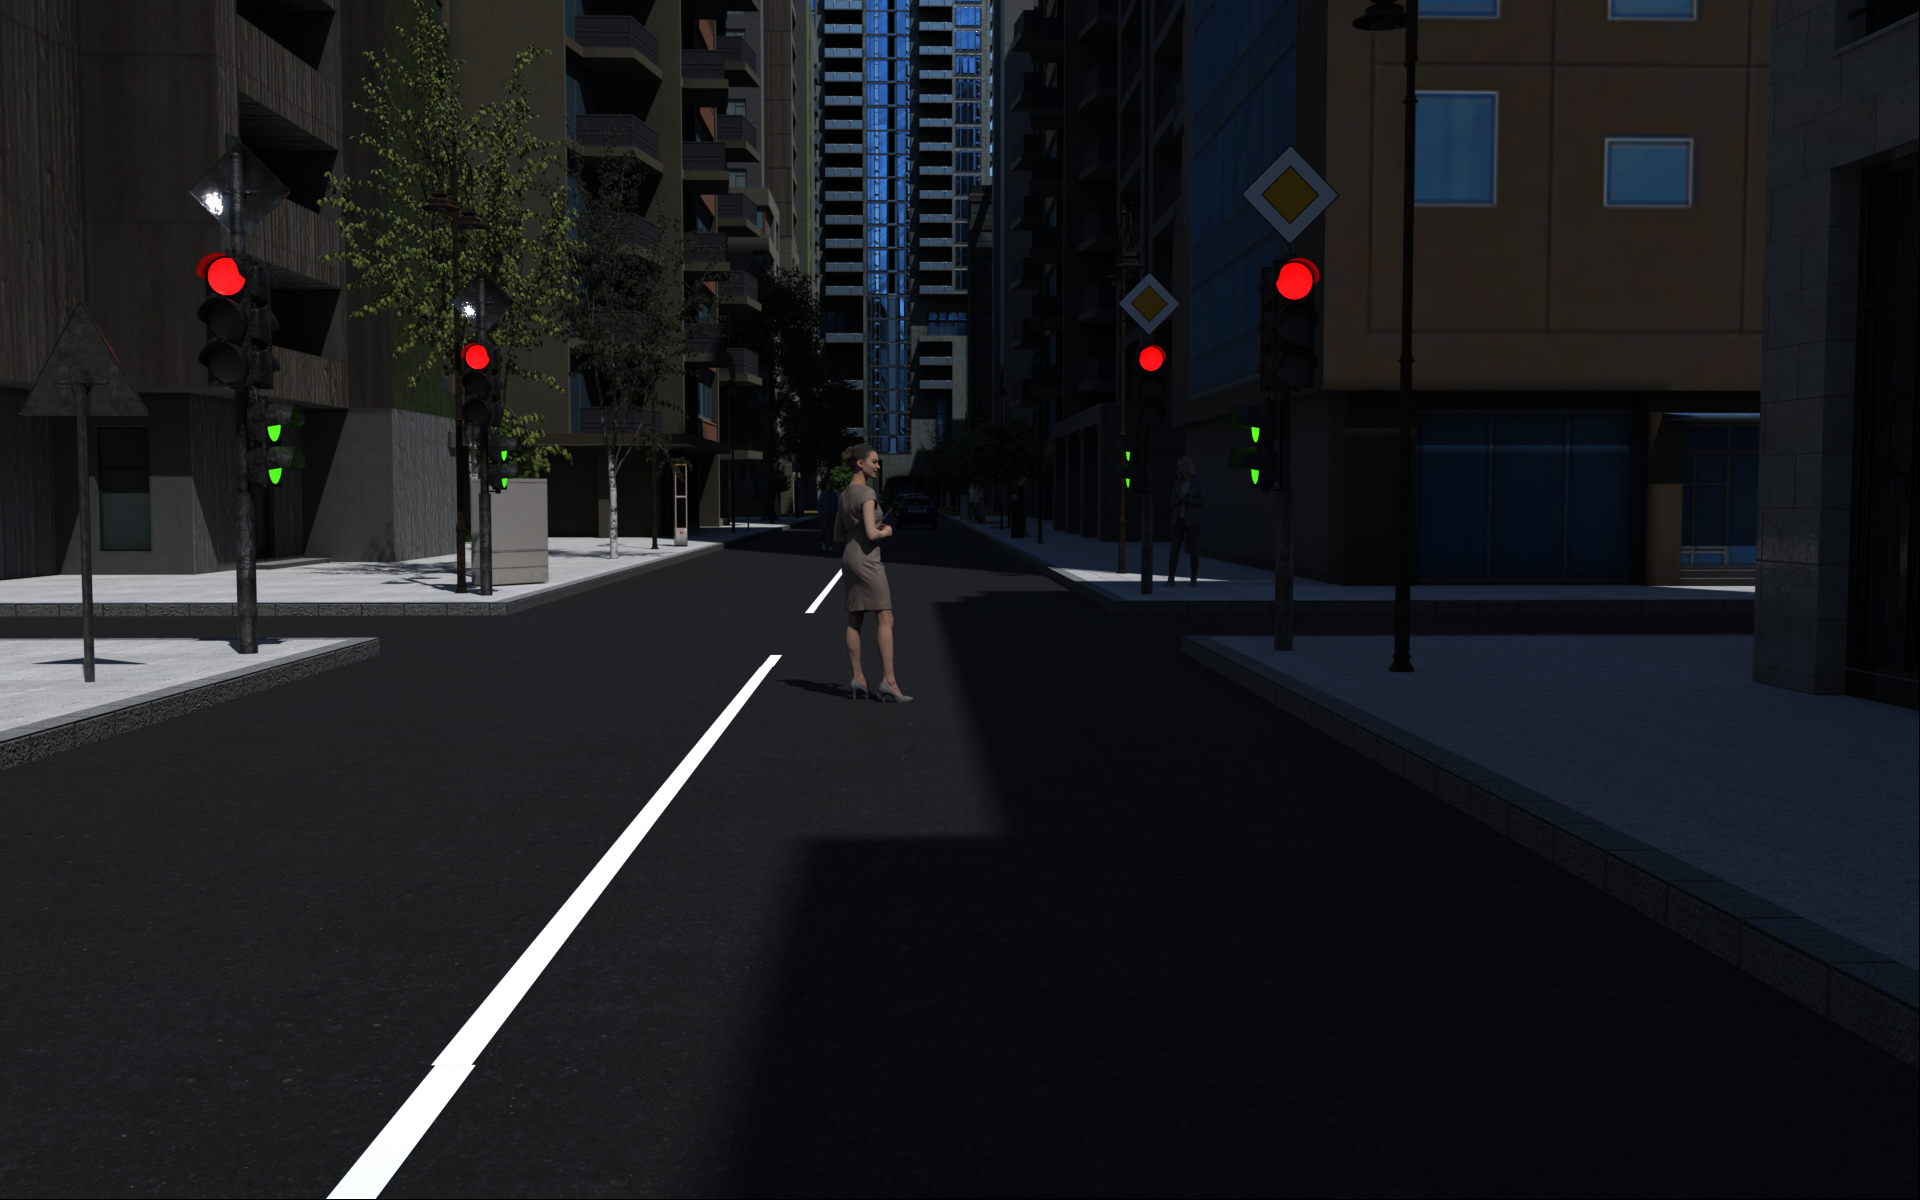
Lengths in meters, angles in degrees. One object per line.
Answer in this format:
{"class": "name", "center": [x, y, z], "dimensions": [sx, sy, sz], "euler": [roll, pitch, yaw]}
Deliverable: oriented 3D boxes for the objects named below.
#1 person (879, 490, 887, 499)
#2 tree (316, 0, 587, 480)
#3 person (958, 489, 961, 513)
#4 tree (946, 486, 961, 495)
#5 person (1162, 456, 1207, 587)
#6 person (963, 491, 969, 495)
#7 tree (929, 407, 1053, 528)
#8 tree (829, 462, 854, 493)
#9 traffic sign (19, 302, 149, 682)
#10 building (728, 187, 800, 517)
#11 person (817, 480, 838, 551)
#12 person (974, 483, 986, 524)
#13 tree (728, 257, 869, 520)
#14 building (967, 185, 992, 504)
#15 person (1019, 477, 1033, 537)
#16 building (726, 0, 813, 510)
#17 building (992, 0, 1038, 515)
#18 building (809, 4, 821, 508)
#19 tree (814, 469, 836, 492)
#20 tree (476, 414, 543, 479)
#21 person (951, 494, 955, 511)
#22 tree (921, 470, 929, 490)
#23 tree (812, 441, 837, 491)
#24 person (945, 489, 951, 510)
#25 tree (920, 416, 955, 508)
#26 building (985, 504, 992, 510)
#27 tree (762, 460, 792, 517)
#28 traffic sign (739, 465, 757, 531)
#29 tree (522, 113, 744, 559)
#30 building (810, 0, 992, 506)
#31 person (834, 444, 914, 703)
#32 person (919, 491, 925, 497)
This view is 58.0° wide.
{"class": "person", "center": [-6.504, -8.168, 142.759], "dimensions": [1.217, 1.735, 0.721], "euler": [2, 4, 28]}
{"class": "tree", "center": [-7.459, -4.643, 26.272], "dimensions": [4.737, 8.622, 4.395], "euler": [0, 3, 0]}
{"class": "person", "center": [0.064, -6.716, 116.568], "dimensions": [0.721, 1.735, 1.217], "euler": [0, 4, 0]}
{"class": "tree", "center": [-0.259, -8.221, 129.009], "dimensions": [1.663, 3.219, 1.824], "euler": [0, 3, 0]}
{"class": "person", "center": [3.128, -1.082, 23.917], "dimensions": [0.537, 1.800, 0.526], "euler": [3, 5, 40]}
{"class": "person", "center": [0.465, -7.196, 123.790], "dimensions": [0.705, 1.812, 1.348], "euler": [3, 5, 42]}
{"class": "tree", "center": [1.794, -4.982, 65.165], "dimensions": [4.285, 4.588, 4.351], "euler": [0, 3, 0]}
{"class": "tree", "center": [-11.549, -11.548, 172.515], "dimensions": [4.285, 4.588, 4.351], "euler": [0, 3, 0]}
{"class": "traffic sign", "center": [-5.940, -0.718, 11.749], "dimensions": [0.884, 2.594, 0.081], "euler": [0, 4, 2]}
{"class": "building", "center": [-25.070, -16.323, 111.928], "dimensions": [27.650, 21.520, 28.899], "euler": [0, 4, -2]}
{"class": "person", "center": [-3.332, -2.136, 43.766], "dimensions": [0.601, 1.785, 0.444], "euler": [-1, 4, -17]}
{"class": "person", "center": [0.824, -4.076, 73.260], "dimensions": [0.524, 1.755, 0.480], "euler": [1, 4, 11]}
{"class": "tree", "center": [-9.175, -10.223, 84.161], "dimensions": [9.611, 12.733, 9.660], "euler": [0, 3, 0]}
{"class": "building", "center": [7.647, -24.025, 164.514], "dimensions": [14.160, 30.474, 14.107], "euler": [0, 4, -2]}
{"class": "person", "center": [1.987, -2.815, 52.250], "dimensions": [0.526, 1.800, 0.537], "euler": [1, 4, 23]}
{"class": "building", "center": [-18.931, -27.549, 134.023], "dimensions": [14.154, 41.232, 14.086], "euler": [0, 4, -2]}
{"class": "building", "center": [12.671, -35.189, 117.345], "dimensions": [21.231, 58.520, 28.212], "euler": [0, 4, -2]}
{"class": "building", "center": [-23.995, -32.782, 159.685], "dimensions": [21.600, 48.544, 21.300], "euler": [0, 4, -2]}
{"class": "tree", "center": [-10.185, -8.419, 132.251], "dimensions": [1.663, 3.219, 1.824], "euler": [0, 3, 0]}
{"class": "tree", "center": [-10.191, -2.734, 39.309], "dimensions": [1.663, 3.219, 1.824], "euler": [0, 3, 0]}
{"class": "person", "center": [-0.565, -7.806, 134.391], "dimensions": [0.721, 1.735, 1.217], "euler": [0, 4, -8]}
{"class": "tree", "center": [0.938, -5.679, 76.566], "dimensions": [4.285, 4.588, 4.351], "euler": [0, 3, 0]}
{"class": "tree", "center": [-11.529, -11.997, 146.519], "dimensions": [4.737, 8.622, 4.395], "euler": [0, 3, 0]}
{"class": "person", "center": [-0.985, -8.091, 139.006], "dimensions": [0.621, 1.740, 0.551], "euler": [-2, 4, -27]}
{"class": "tree", "center": [-1.747, -12.996, 162.842], "dimensions": [4.360, 8.622, 3.978], "euler": [0, 3, 0]}
{"class": "building", "center": [17.252, -27.677, 144.396], "dimensions": [32.217, 40.220, 23.993], "euler": [0, 4, -2]}
{"class": "tree", "center": [-10.284, -6.281, 97.292], "dimensions": [1.663, 3.219, 1.824], "euler": [0, 3, 0]}
{"class": "traffic sign", "center": [-7.399, -3.570, 60.492], "dimensions": [0.606, 2.300, 0.079], "euler": [0, 4, -2]}
{"class": "tree", "center": [-6.673, -5.106, 33.848], "dimensions": [4.360, 8.622, 3.978], "euler": [0, 3, 0]}
{"class": "building", "center": [-9.611, -53.761, 191.656], "dimensions": [31.000, 86.520, 22.319], "euler": [0, 4, -2]}
{"class": "person", "center": [-0.616, -0.196, 12.047], "dimensions": [0.374, 1.781, 0.599], "euler": [-2, 4, -33]}
{"class": "person", "center": [-3.069, -8.085, 141.627], "dimensions": [0.756, 1.711, 0.436], "euler": [-2, 4, -35]}
